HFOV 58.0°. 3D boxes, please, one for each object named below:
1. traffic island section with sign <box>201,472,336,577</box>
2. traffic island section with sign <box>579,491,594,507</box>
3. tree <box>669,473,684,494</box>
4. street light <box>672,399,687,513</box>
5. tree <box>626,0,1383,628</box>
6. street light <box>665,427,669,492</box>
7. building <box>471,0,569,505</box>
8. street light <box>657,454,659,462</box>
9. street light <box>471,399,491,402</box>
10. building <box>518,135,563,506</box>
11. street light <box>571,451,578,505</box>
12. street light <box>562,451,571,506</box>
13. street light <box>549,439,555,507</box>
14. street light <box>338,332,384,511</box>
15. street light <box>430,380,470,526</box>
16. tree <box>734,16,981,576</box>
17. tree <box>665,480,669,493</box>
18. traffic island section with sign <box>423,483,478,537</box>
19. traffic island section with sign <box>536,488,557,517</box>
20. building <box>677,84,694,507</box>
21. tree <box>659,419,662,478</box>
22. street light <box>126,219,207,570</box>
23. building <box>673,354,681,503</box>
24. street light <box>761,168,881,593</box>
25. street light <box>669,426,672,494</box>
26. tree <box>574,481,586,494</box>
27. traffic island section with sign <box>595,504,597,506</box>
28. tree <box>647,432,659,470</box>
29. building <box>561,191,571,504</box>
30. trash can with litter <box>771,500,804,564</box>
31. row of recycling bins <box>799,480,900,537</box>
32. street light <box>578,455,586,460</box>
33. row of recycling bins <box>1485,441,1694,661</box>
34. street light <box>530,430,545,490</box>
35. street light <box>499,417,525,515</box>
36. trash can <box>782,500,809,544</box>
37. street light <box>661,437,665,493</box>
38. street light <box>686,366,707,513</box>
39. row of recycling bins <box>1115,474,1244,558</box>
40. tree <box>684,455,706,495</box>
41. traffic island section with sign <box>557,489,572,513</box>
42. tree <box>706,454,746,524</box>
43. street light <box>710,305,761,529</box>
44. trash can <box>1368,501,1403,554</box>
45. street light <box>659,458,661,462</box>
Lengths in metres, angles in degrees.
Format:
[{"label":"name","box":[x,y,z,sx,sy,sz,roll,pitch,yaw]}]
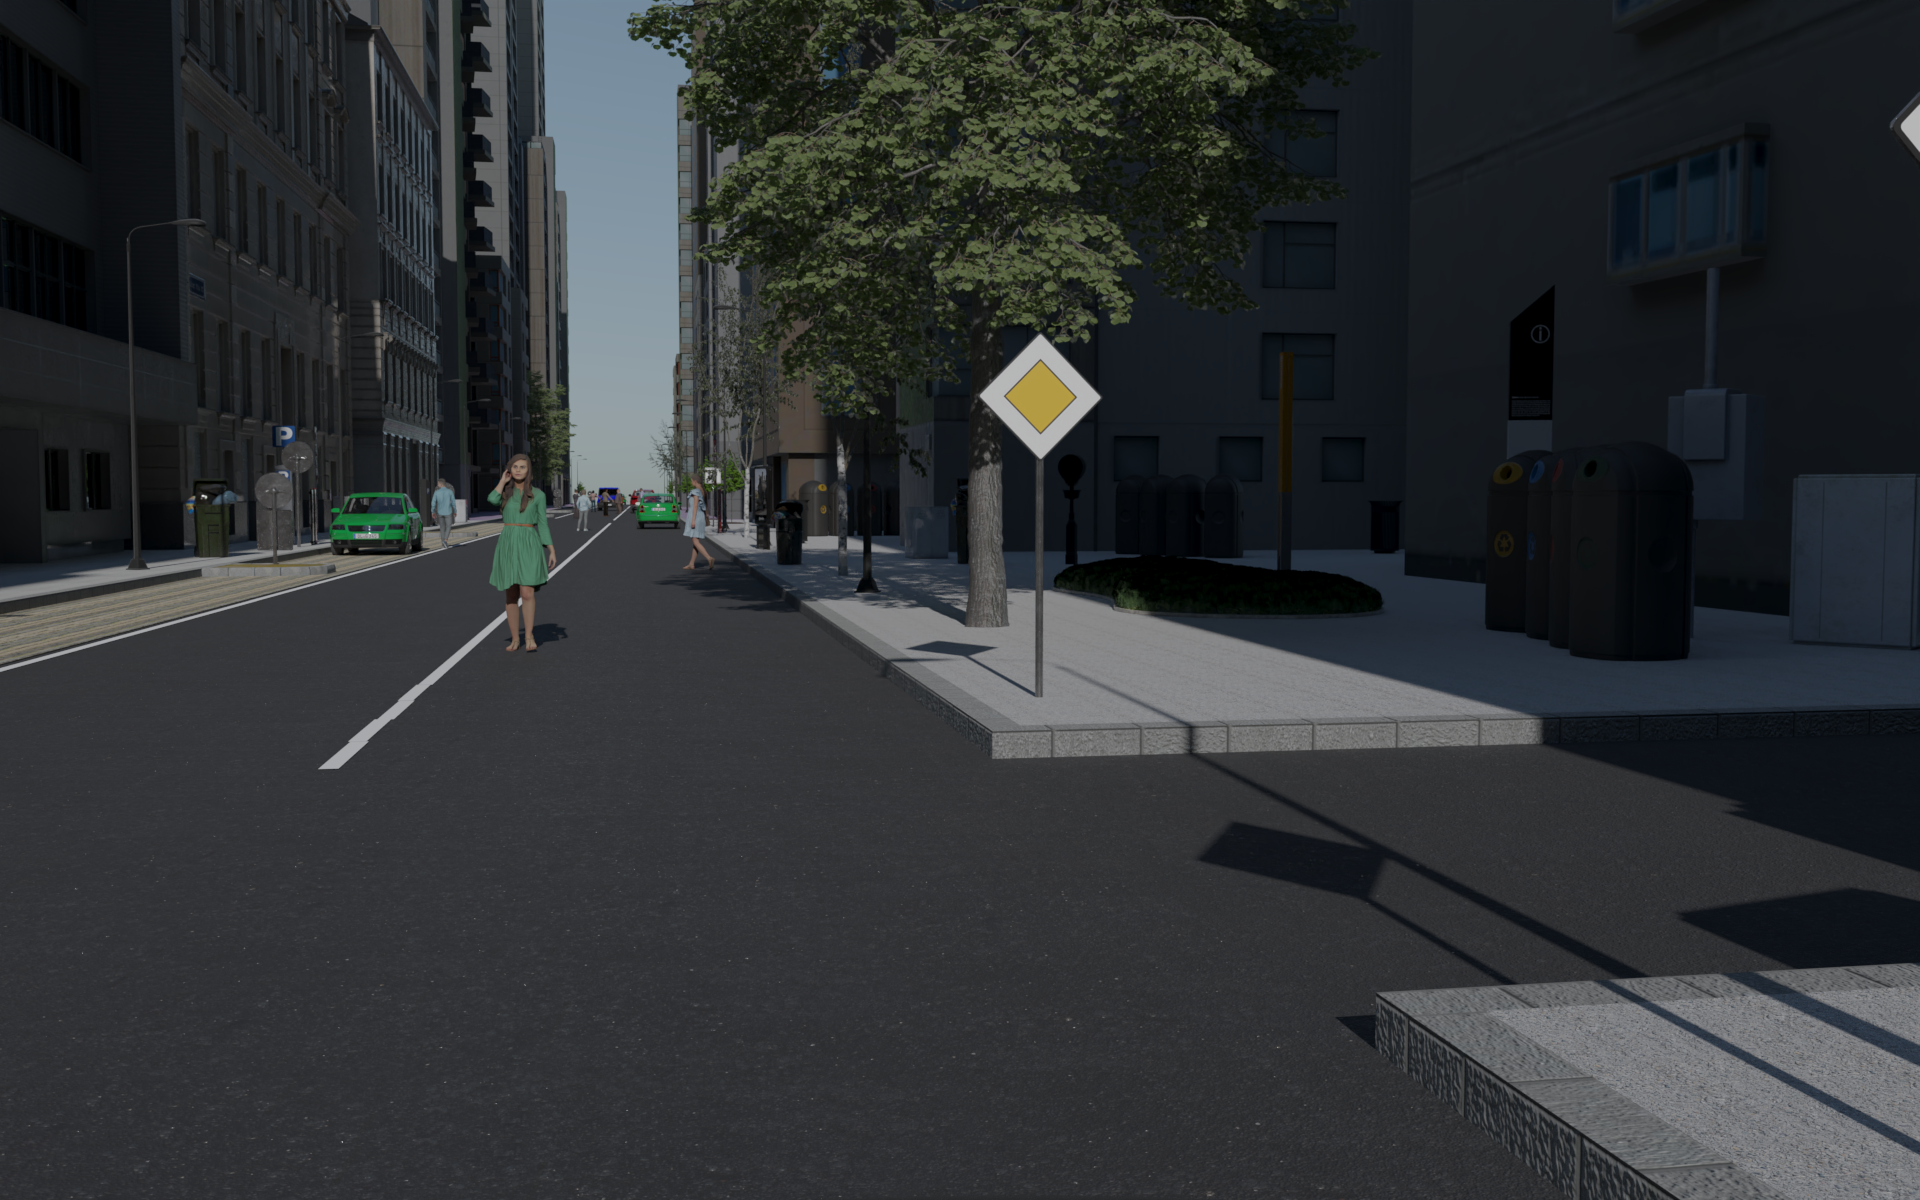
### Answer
[{"label":"traffic island section with sign","box":[-12.284,-1.364,30.924,1.989,1.847,2.006,-1,4,-10]},{"label":"traffic island section with sign","box":[-40.946,-10.978,188.116,1.989,1.847,2.006,-1,4,-10]},{"label":"tree","box":[-21.742,-8.732,137.377,1.663,3.219,1.824,0,3,0]},{"label":"street light","box":[-13.164,-6.862,84.736,1.470,5.913,1.316,-1,4,-10]},{"label":"tree","box":[0.554,-5.995,16.143,7.486,12.596,7.792,0,3,0]},{"label":"street light","box":[-19.328,-8.964,119.105,1.470,5.913,1.316,-1,4,-10]},{"label":"building","box":[-57.844,-47.017,206.986,20.563,71.187,20.611,-1,4,-10]},{"label":"street light","box":[-30.586,-12.713,180.397,1.470,5.913,1.316,-1,4,-10]},{"label":"street light","box":[-23.610,-6.857,84.646,1.470,5.913,1.316,-1,4,-10]},{"label":"building","box":[-51.975,-31.056,191.367,14.154,41.232,14.086,-1,4,-10]},{"label":"street light","box":[-42.165,-13.084,186.457,1.470,5.913,1.316,-1,4,-10]},{"label":"street light","box":[-38.356,-11.831,165.976,1.470,5.913,1.316,-1,4,-10]},{"label":"street light","box":[-34.757,-10.598,145.814,1.470,5.913,1.316,-1,4,-10]},{"label":"street light","box":[-17.215,-4.722,49.742,1.470,5.913,1.316,-1,4,-10]},{"label":"street light","box":[-20.873,-5.978,70.277,1.470,5.913,1.316,-1,4,-10]},{"label":"tree","box":[-1.658,-4.678,26.852,4.360,8.622,3.978,0,3,0]},{"label":"tree","box":[-31.987,-12.055,191.705,1.663,3.219,1.824,0,3,0]},{"label":"traffic island section with sign","box":[-17.170,-3.008,57.803,1.989,1.847,2.006,-1,4,-10]},{"label":"traffic island section with sign","box":[-26.297,-6.065,107.792,1.989,1.847,2.006,-1,4,-10]},{"label":"building","box":[-21.766,-30.216,177.632,14.154,41.232,14.086,-1,4,-10]},{"label":"tree","box":[-6.223,-6.127,50.540,4.360,8.622,3.978,0,3,0]},{"label":"street light","box":[-13.423,-3.472,29.312,1.470,5.913,1.316,-1,4,-10]},{"label":"building","box":[-23.792,-23.528,229.727,27.650,21.520,28.899,-1,4,-10]},{"label":"street light","box":[-1.742,-3.046,22.344,1.470,5.913,1.316,-1,4,-10]},{"label":"street light","box":[-15.685,-7.716,98.703,1.470,5.913,1.316,-1,4,-10]},{"label":"tree","box":[-52.704,-15.000,239.844,1.663,3.219,1.824,0,3,0]},{"label":"traffic island section with sign","box":[-45.823,-12.617,214.908,1.989,1.847,2.006,-1,4,-10]},{"label":"tree","box":[-27.823,-13.265,167.245,4.360,8.622,3.978,0,3,0]},{"label":"building","box":[-58.465,-33.161,225.777,14.154,41.232,14.086,-1,4,-10]},{"label":"trash can with litter","box":[-3.199,-1.242,31.687,0.624,1.170,1.055,-1,4,-12]},{"label":"row of recycling bins","box":[-3.219,-2.811,53.074,3.534,1.692,1.069,-1,4,-22]},{"label":"street light","box":[-45.854,-14.337,206.952,1.470,5.913,1.316,-1,4,-10]},{"label":"row of recycling bins","box":[5.386,-0.480,14.959,1.069,1.692,3.534,0,4,3]},{"label":"street light","box":[-30.975,-9.351,125.437,1.470,5.913,1.316,-1,4,-10]},{"label":"street light","box":[-27.302,-8.104,105.040,1.470,5.913,1.316,-1,4,-10]},{"label":"trash can","box":[-4.258,-2.036,44.943,0.748,1.137,0.748,0,3,0]},{"label":"street light","box":[-23.108,-10.211,139.483,1.470,5.913,1.316,-1,4,-10]},{"label":"street light","box":[-9.125,-5.541,63.131,1.470,5.913,1.316,-1,4,-10]},{"label":"row of recycling bins","box":[4.497,-1.761,35.904,1.069,1.692,3.534,-2,4,-35]},{"label":"tree","box":[-12.780,-5.623,86.534,1.663,3.219,1.824,0,3,0]},{"label":"traffic island section with sign","box":[-31.128,-7.687,134.312,1.989,1.847,2.006,-1,4,-10]},{"label":"tree","box":[-9.991,-4.899,74.704,1.663,3.219,1.824,0,3,0]},{"label":"street light","box":[-5.365,-4.294,42.750,1.470,5.913,1.316,-1,4,-10]},{"label":"trash can","box":[9.186,-1.576,37.426,0.748,1.137,0.748,0,3,0]},{"label":"street light","box":[-26.765,-11.458,159.883,1.470,5.913,1.316,-1,4,-10]}]
